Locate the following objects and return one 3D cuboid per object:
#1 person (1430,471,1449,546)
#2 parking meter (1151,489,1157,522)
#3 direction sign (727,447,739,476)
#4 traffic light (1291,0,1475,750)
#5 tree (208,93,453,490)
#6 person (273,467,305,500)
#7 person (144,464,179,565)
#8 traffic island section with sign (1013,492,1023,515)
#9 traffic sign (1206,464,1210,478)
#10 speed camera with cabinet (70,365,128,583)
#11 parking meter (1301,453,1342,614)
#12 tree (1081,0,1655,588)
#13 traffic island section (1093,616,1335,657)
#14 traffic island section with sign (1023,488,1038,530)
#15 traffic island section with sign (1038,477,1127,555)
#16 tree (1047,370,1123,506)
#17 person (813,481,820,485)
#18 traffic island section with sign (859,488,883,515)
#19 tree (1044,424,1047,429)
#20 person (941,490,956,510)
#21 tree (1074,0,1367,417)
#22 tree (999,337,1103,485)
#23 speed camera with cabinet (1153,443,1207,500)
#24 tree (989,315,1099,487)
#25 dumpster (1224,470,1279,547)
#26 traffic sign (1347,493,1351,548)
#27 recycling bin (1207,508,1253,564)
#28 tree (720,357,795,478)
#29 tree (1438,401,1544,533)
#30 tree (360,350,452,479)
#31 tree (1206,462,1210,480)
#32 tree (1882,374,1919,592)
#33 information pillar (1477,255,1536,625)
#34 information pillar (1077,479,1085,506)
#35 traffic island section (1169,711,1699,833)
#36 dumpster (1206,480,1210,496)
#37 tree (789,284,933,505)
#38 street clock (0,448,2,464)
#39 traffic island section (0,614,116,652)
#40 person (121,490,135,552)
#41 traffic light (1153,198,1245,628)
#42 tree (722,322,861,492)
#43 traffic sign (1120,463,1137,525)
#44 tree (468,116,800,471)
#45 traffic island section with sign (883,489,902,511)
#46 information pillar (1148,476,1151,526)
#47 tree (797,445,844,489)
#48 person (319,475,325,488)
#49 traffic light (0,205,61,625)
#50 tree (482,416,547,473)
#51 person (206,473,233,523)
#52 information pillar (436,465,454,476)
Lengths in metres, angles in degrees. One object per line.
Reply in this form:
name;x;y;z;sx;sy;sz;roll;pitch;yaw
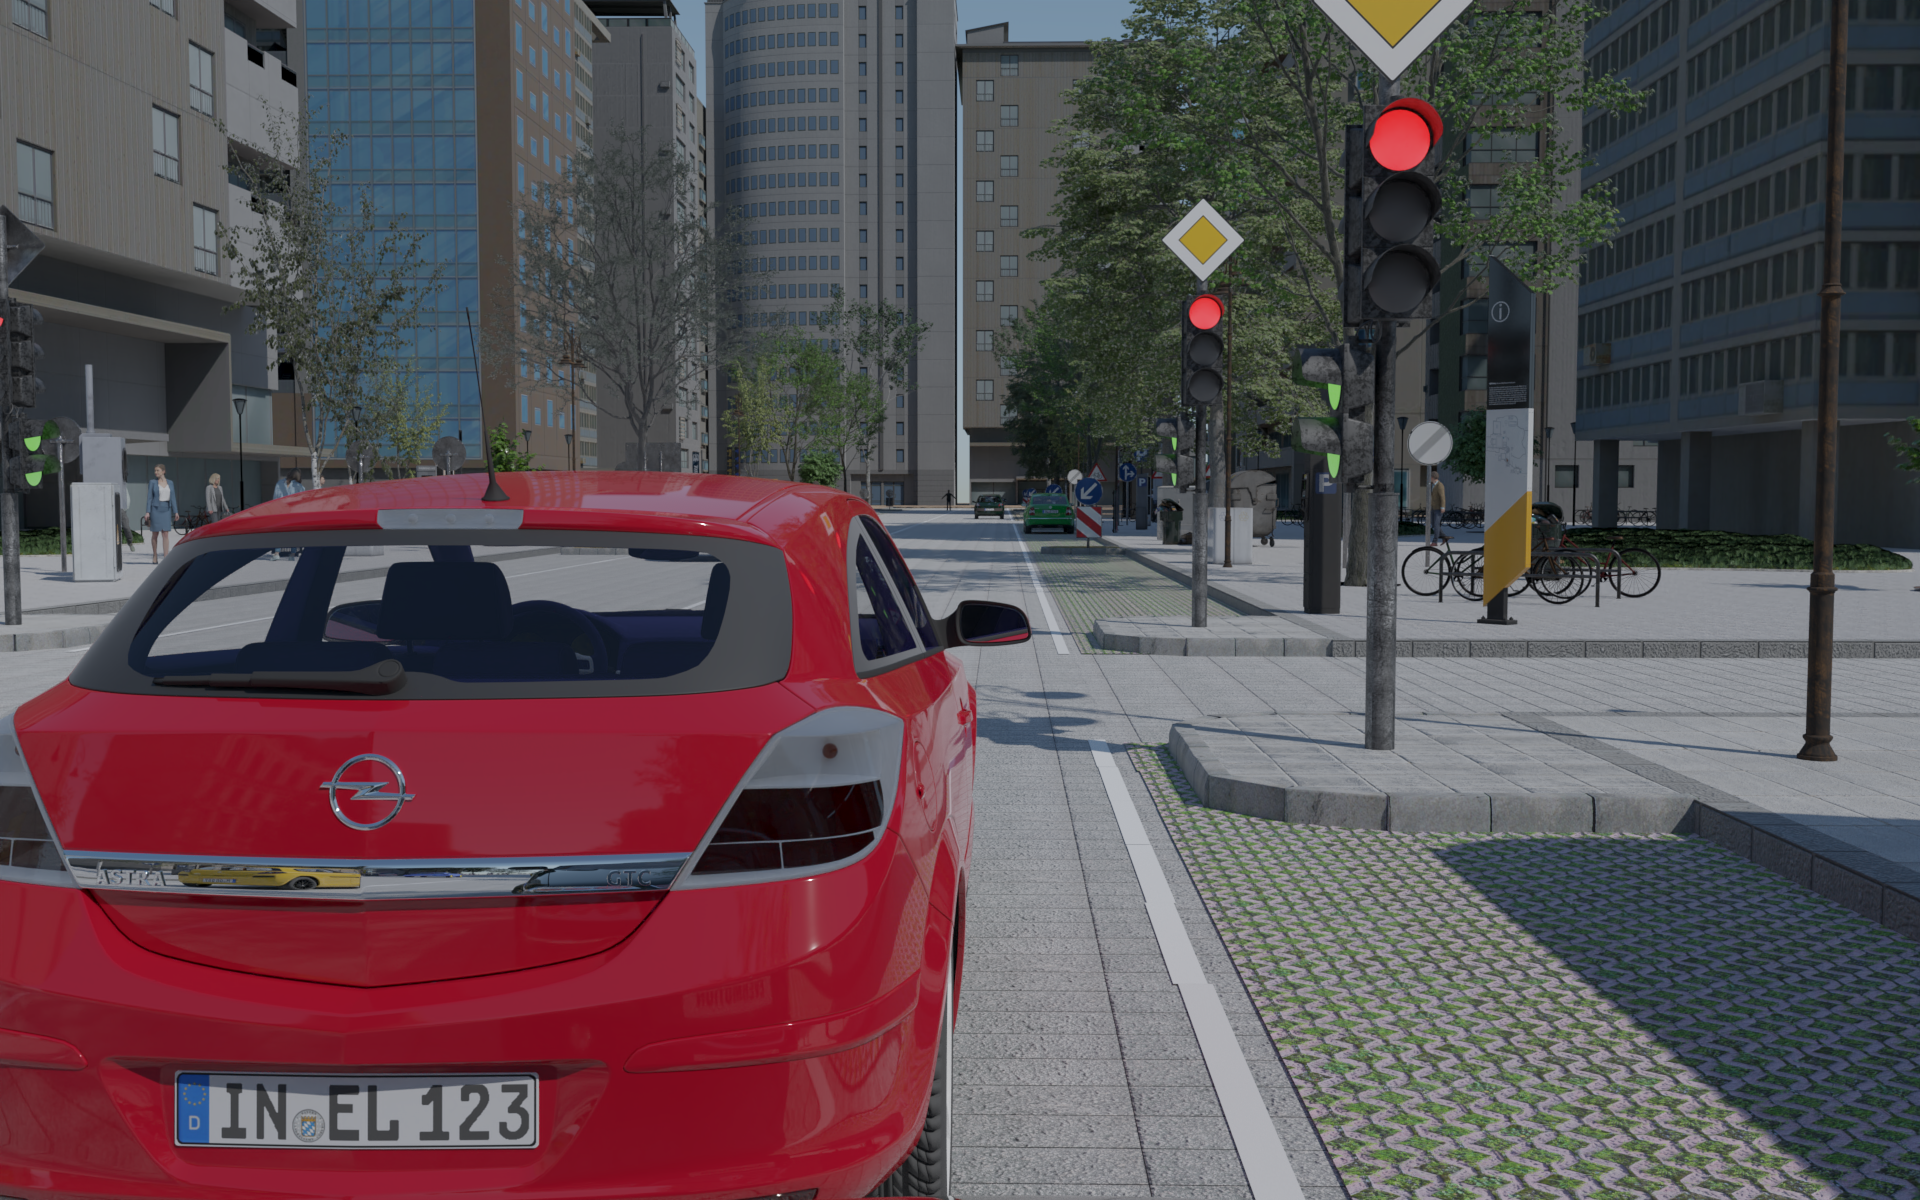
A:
person;11.749;-2.244;42.648;0.836;1.842;0.656;-3;4;-36
parking meter;9.108;-4.422;80.704;0.372;1.533;0.369;0;3;0
direction sign;-10.888;-5.586;83.326;0.876;3.537;0.379;3;4;37
traffic light;2.098;-1.205;8.622;0.839;4.253;0.868;0;4;1
tree;-11.905;-5.005;32.193;4.360;8.622;3.978;0;3;0
person;-12.908;-1.647;33.244;0.793;1.790;0.793;3;5;44
person;-14.465;-1.547;31.366;0.581;1.822;0.654;-2;4;-28
traffic island section with sign;4.803;-6.732;118.700;1.989;1.847;2.006;0;4;1
traffic sign;8.433;-3.504;57.297;0.884;2.594;0.081;0;4;4
speed camera with cabinet;-12.908;-1.936;25.995;0.660;3.252;2.038;-1;4;-20
parking meter;3.875;-0.787;18.583;0.399;1.863;0.255;0;4;-2
tree;5.527;-5.987;23.645;9.928;11.665;9.643;0;3;0
traffic island section;2.331;0.340;16.718;2.009;0.180;2.903;0;4;1
traffic island section with sign;3.584;-3.664;68.542;1.989;1.847;2.006;0;4;1
traffic island section with sign;2.944;-2.016;41.594;1.989;1.847;2.006;0;4;1
tree;7.849;-9.390;103.887;4.737;8.622;4.395;0;3;0
person;-4.231;-2.643;51.736;0.654;1.822;0.581;-1;4;-11
traffic island section with sign;-6.526;-6.734;118.725;1.989;1.847;2.006;0;4;1
tree;7.772;-10.600;123.666;4.737;8.622;4.395;0;3;0
person;-0.984;-8.777;152.028;1.348;1.821;0.705;0;4;1
tree;4.942;-7.194;35.753;7.486;12.596;7.792;0;3;0
tree;7.328;-13.824;132.683;9.857;13.997;8.962;0;3;0
speed camera with cabinet;8.390;-4.380;65.949;2.038;3.252;0.660;2;4;34
tree;10.007;-18.932;165.435;12.611;20.169;13.585;0;3;0
dumpster;7.120;-2.255;42.635;1.264;1.857;1.865;0;4;2
traffic sign;9.276;-2.517;41.256;0.768;2.556;0.104;0;4;8
recycling bin;4.960;-1.182;31.884;0.722;1.027;0.722;0;4;-3
tree;-10.753;-8.580;90.648;4.737;8.622;4.395;0;3;0
tree;17.631;-4.511;57.472;4.285;4.588;4.351;0;3;0
tree;-28.632;-8.492;89.201;4.737;8.622;4.395;0;3;0
tree;12.660;-5.634;86.711;1.663;3.219;1.824;0;3;0
tree;12.986;-1.718;22.694;1.663;3.219;1.824;0;3;0
information pillar;5.357;-1.564;16.932;0.183;3.616;0.504;-3;5;-39
information pillar;5.977;-4.955;85.499;0.304;2.012;0.304;-2;4;-30
traffic island section;2.138;0.828;8.735;2.009;0.180;2.903;0;4;1
dumpster;10.042;-3.836;68.484;1.264;1.857;1.865;0;4;2
tree;-8.930;-18.351;155.925;12.611;20.169;13.585;0;3;0
street clock;-12.361;-1.058;21.869;0.358;2.002;0.471;2;4;35
traffic island section;-9.307;0.323;17.003;2.009;0.180;2.903;0;4;1
person;-18.761;-1.947;38.365;0.782;1.767;0.515;0;4;-6
traffic light;2.291;-1.693;16.605;0.839;4.253;0.868;0;4;1
tree;-10.442;-11.049;106.399;9.928;11.665;9.643;0;3;0
traffic sign;6.864;-4.339;71.053;0.768;2.556;0.104;1;4;8
tree;-10.430;-8.925;56.293;12.009;13.543;11.850;0;3;0
traffic island section with sign;-5.864;-8.382;145.672;1.989;1.847;2.006;0;4;1
information pillar;7.465;-3.961;69.257;0.304;2.012;0.304;0;4;-6
tree;-9.290;-8.011;114.695;4.285;4.588;4.351;0;3;0
person;-18.150;-2.613;48.790;0.620;1.820;0.660;-1;4;-21
traffic light;-9.267;-1.709;16.867;0.839;4.253;0.868;0;4;1
tree;-11.278;-2.934;42.568;1.663;3.219;1.824;0;3;0
person;-18.745;-2.292;43.703;0.728;1.800;0.709;2;4;25
information pillar;-12.024;-2.201;40.475;0.304;2.012;0.304;2;4;33
